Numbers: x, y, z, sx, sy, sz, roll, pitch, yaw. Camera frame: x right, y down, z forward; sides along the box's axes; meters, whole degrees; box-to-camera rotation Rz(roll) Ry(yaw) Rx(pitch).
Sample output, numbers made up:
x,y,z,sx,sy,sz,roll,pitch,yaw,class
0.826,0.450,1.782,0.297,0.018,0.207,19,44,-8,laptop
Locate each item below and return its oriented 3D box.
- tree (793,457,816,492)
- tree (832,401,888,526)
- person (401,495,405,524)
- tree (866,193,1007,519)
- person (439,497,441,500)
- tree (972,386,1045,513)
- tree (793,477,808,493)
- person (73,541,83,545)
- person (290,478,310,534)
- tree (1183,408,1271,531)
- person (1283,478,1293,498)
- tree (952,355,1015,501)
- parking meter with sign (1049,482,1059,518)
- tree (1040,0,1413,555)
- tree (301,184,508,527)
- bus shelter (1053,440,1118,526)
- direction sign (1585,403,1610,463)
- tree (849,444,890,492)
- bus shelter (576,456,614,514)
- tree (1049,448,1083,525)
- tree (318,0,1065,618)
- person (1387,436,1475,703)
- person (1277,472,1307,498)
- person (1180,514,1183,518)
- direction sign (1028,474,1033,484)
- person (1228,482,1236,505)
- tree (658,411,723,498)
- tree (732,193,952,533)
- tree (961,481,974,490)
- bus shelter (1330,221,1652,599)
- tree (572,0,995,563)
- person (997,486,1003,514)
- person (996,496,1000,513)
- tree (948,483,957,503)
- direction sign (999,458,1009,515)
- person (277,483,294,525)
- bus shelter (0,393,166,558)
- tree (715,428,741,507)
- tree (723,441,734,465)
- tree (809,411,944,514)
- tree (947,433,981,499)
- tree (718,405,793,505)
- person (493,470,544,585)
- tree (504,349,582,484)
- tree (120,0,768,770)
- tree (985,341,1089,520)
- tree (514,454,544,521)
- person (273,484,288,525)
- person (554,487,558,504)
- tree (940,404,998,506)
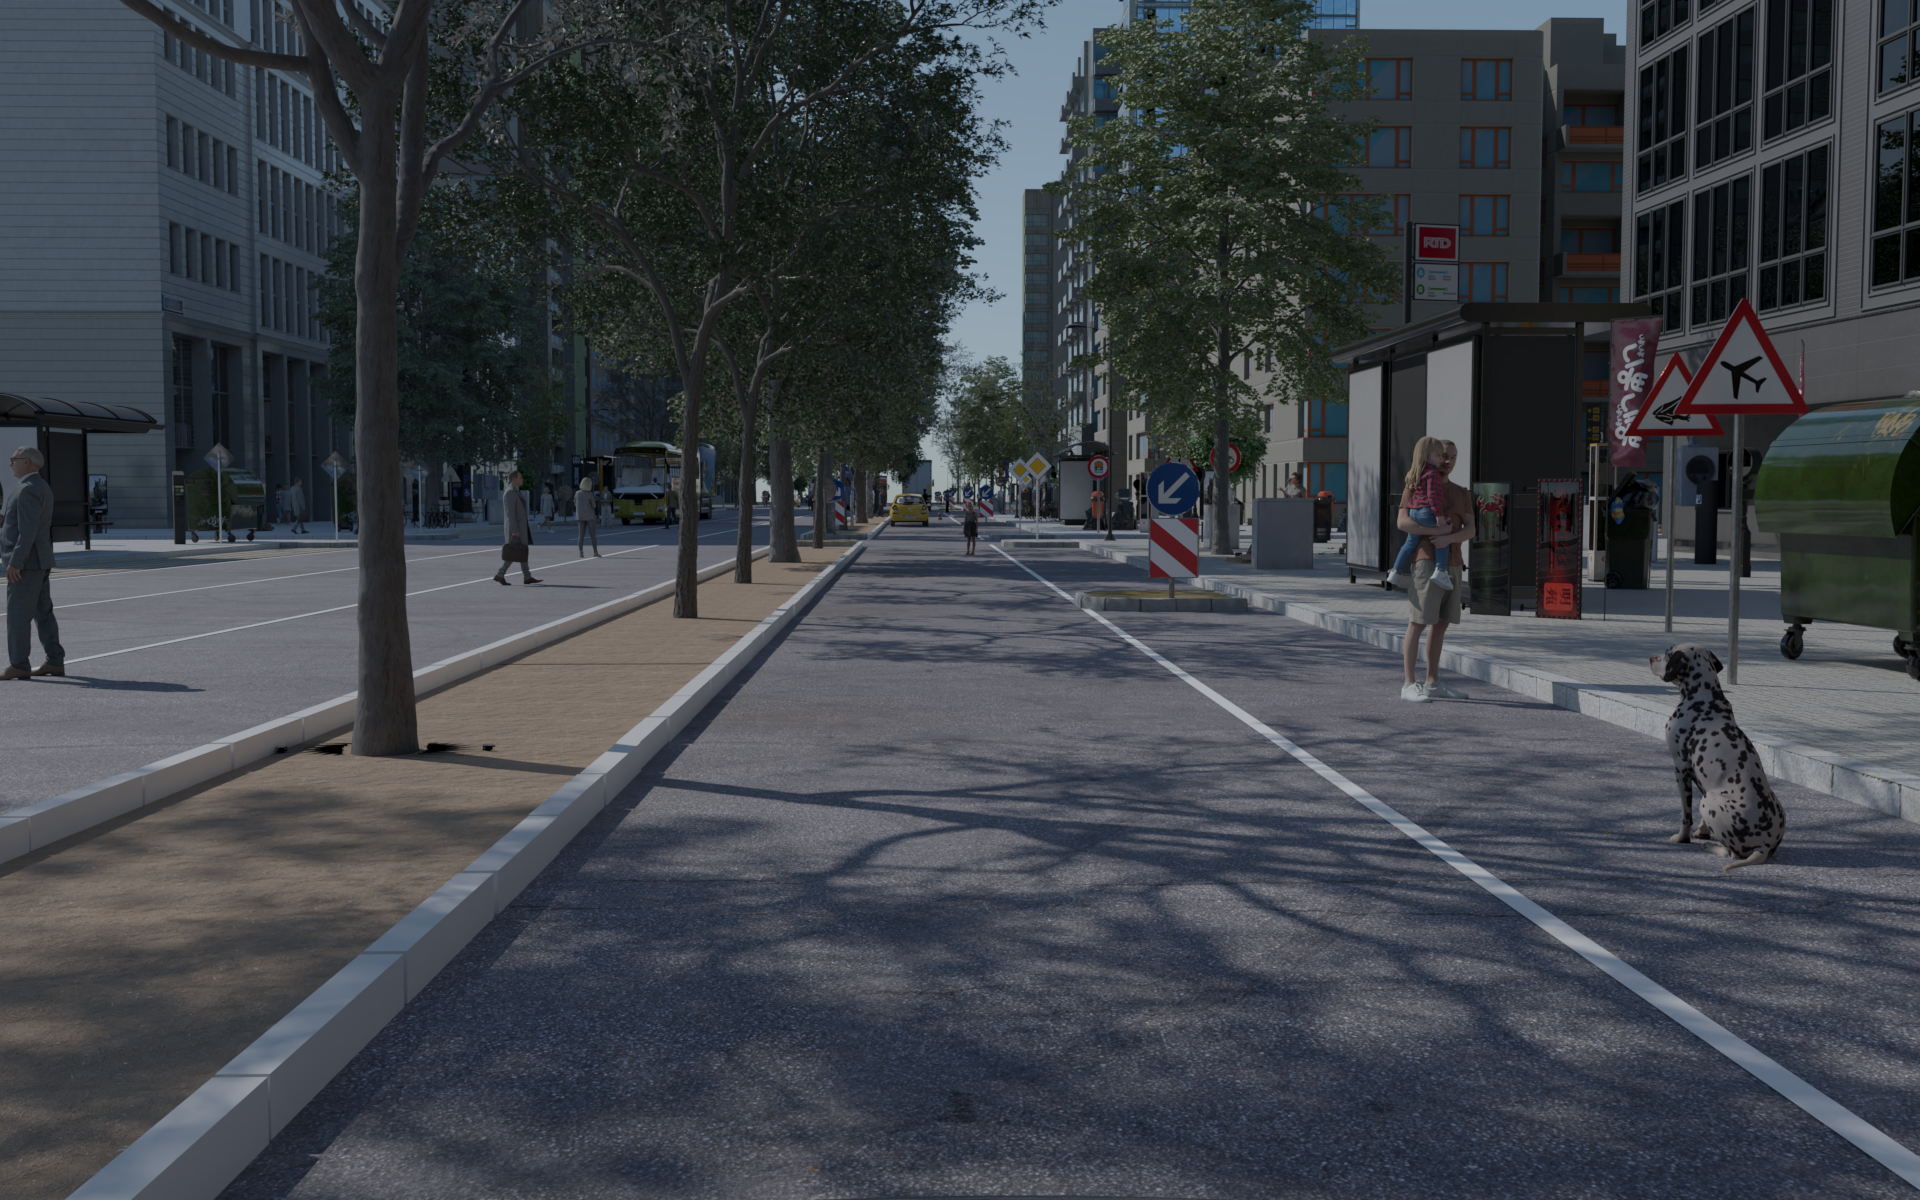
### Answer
x,y,z,sx,sy,sz,roll,pitch,yaw,class
-24.961,-19.761,273.458,4.360,8.622,3.978,0,3,0,tree
-4.802,-7.554,76.320,4.737,8.622,4.395,0,3,0,tree
-23.922,-3.879,74.151,0.332,1.250,0.352,-1,4,-11,person
-4.006,-14.728,99.142,12.611,20.169,13.585,0,3,0,tree
-24.829,-4.311,82.030,0.738,1.151,1.012,0,4,-3,person
3.632,-10.323,119.146,4.737,8.622,4.395,0,3,0,tree
-25.833,-18.160,280.636,4.285,4.588,4.351,0,3,0,tree
-22.281,-2.255,43.751,0.563,1.720,0.643,0,4,-3,person
-21.274,-3.038,55.817,0.694,1.812,0.767,3,5,41,person
9.156,-4.660,59.902,4.285,4.588,4.351,0,3,0,tree
10.827,-3.069,56.425,0.583,1.804,0.606,3,4,37,person
2.841,-13.646,141.244,7.486,12.596,7.792,0,3,0,tree
5.295,-5.922,93.078,0.543,3.016,1.738,2,4,24,parking meter with sign
5.565,-7.202,35.886,7.486,12.596,7.792,0,3,0,tree
-20.735,-9.837,67.491,9.857,13.997,8.962,0,3,0,tree
4.876,-4.539,68.136,2.014,3.302,5.546,0,4,-2,bus shelter
15.955,-3.115,42.930,0.876,3.537,0.379,1,4,23,direction sign
-5.261,-8.445,90.890,4.360,8.622,3.978,0,3,0,tree
-22.702,-7.195,108.923,1.731,3.624,6.357,0,4,-1,bus shelter
4.785,-4.767,72.540,1.663,3.219,1.824,0,3,0,tree
-3.176,-5.041,19.286,8.767,10.594,7.601,0,4,-1,tree
3.270,-0.217,12.026,0.573,1.828,0.580,1,4,21,person
7.454,-2.002,39.140,0.532,1.782,0.716,-3,5,-42,person
10.114,-4.412,78.284,0.635,1.810,0.391,1,4,19,person
5.310,-8.477,130.599,0.876,3.537,0.379,-2,4,-24,direction sign
11.971,-4.358,77.144,0.661,1.843,0.795,1,4,13,person
-21.539,-11.329,135.595,4.737,8.622,4.395,0,3,0,tree
-4.315,-8.388,57.729,7.486,12.596,7.792,0,3,0,tree
1.121,-13.597,216.911,1.663,3.219,1.824,0,3,0,tree
6.421,-2.792,23.274,2.179,5.291,8.768,0,4,-1,bus shelter
-3.659,-7.741,35.674,9.857,13.997,8.962,0,3,0,tree
2.653,-6.493,112.421,0.478,1.798,0.641,1,4,11,person
2.691,-6.574,116.129,0.503,1.515,0.523,1,4,17,person
-1.077,-16.405,262.826,1.663,3.219,1.824,0,3,0,tree
2.747,-7.123,108.462,0.876,3.537,0.379,3,5,45,direction sign
-27.707,-3.933,71.105,0.760,1.731,0.466,0,4,2,person
-19.277,-2.652,37.291,2.014,3.302,5.546,0,4,-1,bus shelter
-22.779,-13.196,166.124,4.360,8.622,3.978,0,3,0,tree
-21.447,-11.965,145.983,4.737,8.622,4.395,0,3,0,tree
-6.022,-12.626,125.899,9.611,12.733,9.660,0,3,0,tree
0.914,-15.282,200.225,4.360,8.622,3.978,0,3,0,tree
-23.935,-17.452,202.340,9.611,12.733,9.660,0,3,0,tree
-6.981,-1.146,27.334,0.767,1.812,0.694,-1,4,-11,person
-20.956,-8.387,87.496,4.737,8.622,4.395,0,3,0,tree
-3.209,-5.901,9.305,12.009,13.543,11.850,0,3,0,tree
4.015,-8.187,84.213,4.360,8.622,3.978,0,3,0,tree
-21.110,-5.442,83.576,1.663,3.219,1.824,0,3,0,tree
-28.261,-3.989,72.100,0.643,1.720,0.563,2,4,27,person
-30.352,-7.587,130.104,0.388,1.821,0.555,0,4,2,person
1.517,-16.317,192.537,9.928,11.665,9.643,0,3,0,tree
